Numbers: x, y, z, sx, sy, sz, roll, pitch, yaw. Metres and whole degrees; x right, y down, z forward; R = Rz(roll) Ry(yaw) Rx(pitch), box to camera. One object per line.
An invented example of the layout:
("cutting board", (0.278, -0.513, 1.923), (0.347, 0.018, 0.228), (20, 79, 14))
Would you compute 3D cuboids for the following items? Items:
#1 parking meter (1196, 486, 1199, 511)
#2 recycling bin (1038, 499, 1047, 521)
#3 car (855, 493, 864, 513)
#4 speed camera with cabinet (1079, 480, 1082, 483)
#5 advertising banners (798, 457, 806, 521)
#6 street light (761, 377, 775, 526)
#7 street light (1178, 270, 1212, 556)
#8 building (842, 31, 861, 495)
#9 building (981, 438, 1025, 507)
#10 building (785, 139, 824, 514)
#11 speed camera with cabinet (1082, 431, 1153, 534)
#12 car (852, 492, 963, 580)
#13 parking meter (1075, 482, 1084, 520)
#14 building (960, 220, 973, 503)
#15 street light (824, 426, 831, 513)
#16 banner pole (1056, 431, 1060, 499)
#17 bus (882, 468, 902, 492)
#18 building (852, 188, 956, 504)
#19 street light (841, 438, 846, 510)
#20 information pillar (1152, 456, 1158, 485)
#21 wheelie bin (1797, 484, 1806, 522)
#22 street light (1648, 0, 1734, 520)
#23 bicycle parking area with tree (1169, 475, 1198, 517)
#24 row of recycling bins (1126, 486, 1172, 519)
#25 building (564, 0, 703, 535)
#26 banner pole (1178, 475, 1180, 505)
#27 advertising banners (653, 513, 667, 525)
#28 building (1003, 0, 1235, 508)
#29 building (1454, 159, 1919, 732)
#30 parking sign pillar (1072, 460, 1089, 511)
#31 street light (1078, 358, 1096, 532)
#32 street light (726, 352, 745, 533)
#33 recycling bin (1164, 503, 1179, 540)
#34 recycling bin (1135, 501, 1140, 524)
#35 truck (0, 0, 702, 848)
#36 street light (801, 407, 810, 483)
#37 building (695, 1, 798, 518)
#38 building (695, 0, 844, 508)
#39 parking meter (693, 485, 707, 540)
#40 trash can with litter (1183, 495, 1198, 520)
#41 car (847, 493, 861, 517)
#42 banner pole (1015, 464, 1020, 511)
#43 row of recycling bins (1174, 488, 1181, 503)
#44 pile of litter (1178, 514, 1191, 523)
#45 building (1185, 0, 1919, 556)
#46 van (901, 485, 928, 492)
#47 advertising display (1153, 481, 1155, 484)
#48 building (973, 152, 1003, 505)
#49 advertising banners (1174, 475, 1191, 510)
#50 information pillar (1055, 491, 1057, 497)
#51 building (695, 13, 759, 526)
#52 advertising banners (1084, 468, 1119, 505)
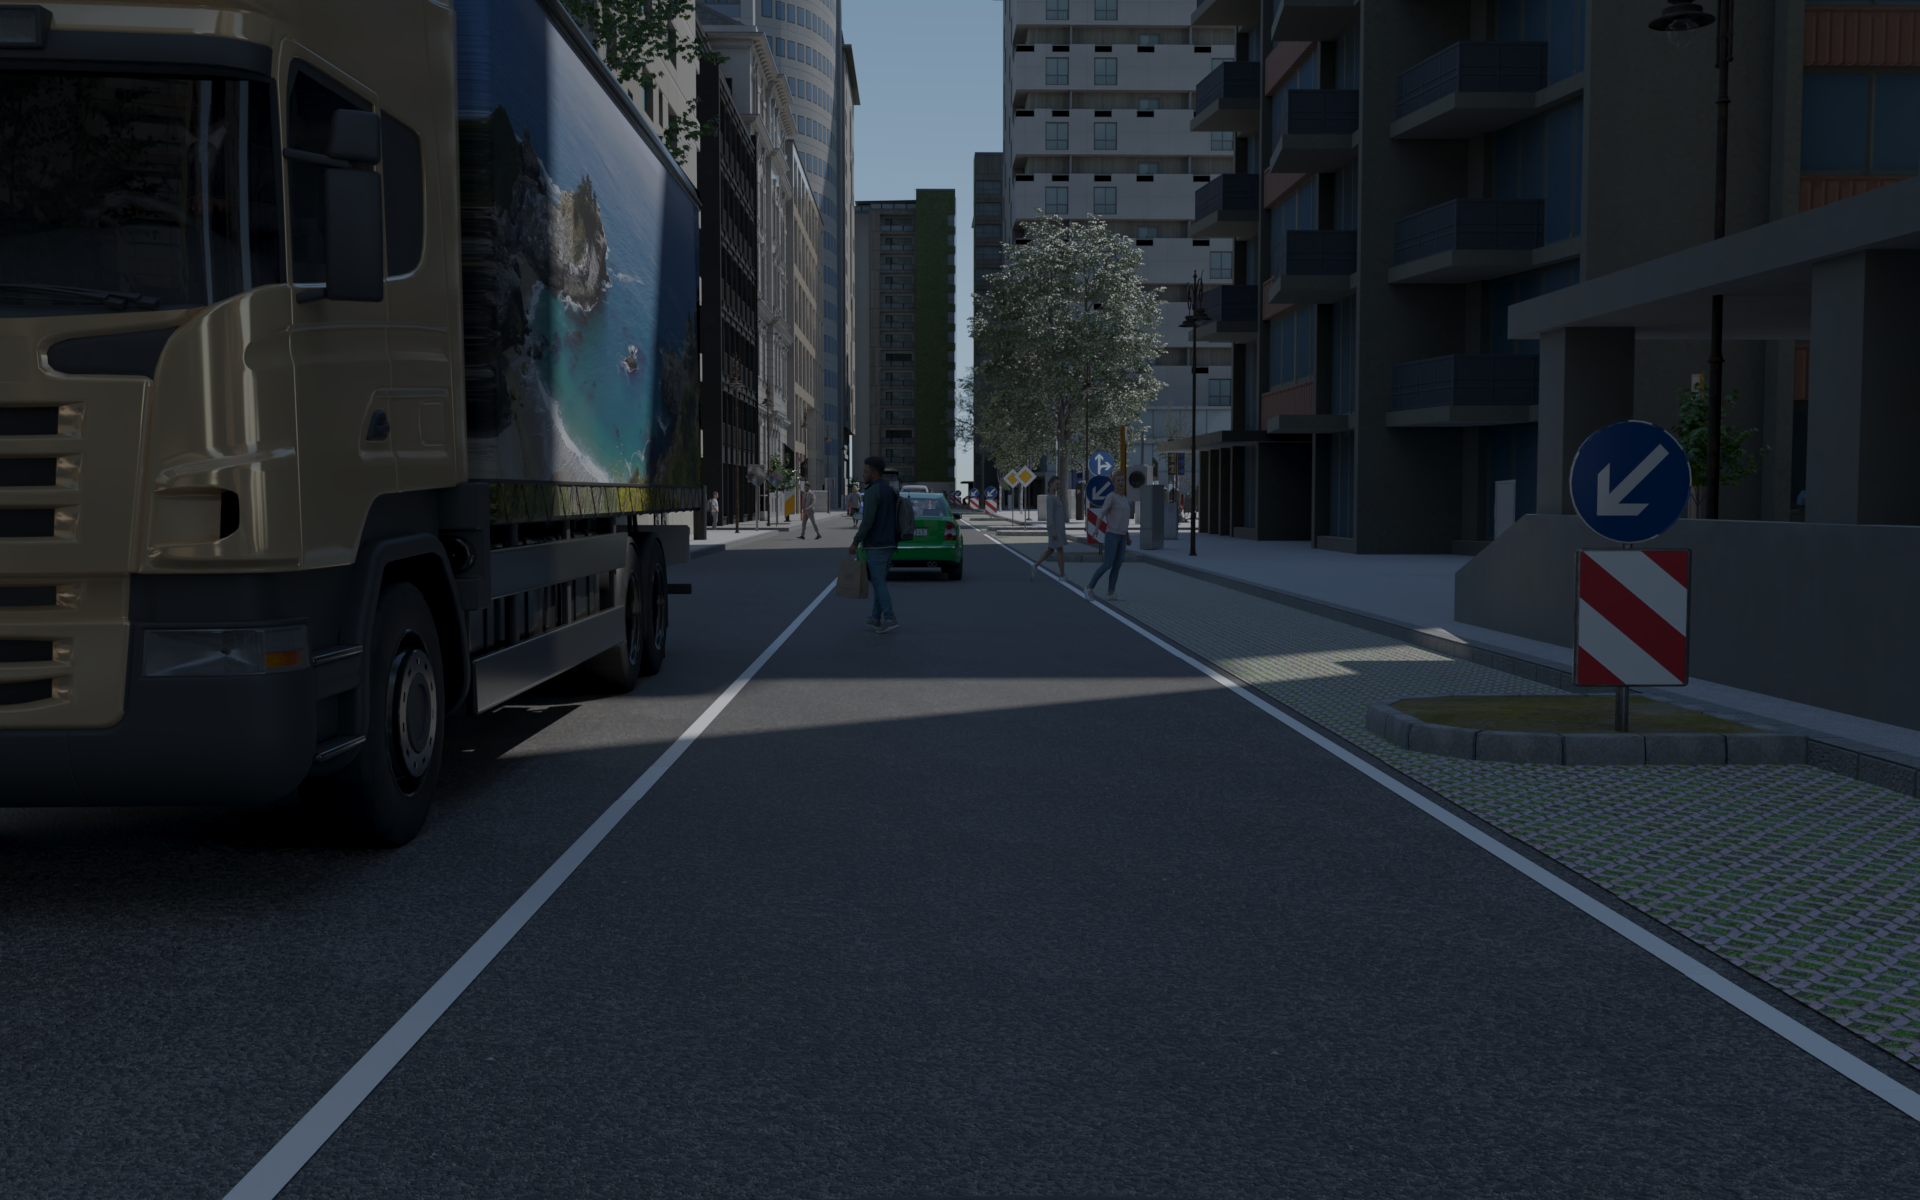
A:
("parking meter", (16.795, -7.082, 121.502), (0.399, 1.863, 0.255), (-1, 4, -10))
("recycling bin", (4.113, -4.285, 82.614), (0.722, 1.027, 0.722), (1, 4, 11))
("car", (-5.239, -5.545, 100.254), (1.945, 1.707, 3.694), (0, 4, -3))
("speed camera with cabinet", (7.756, -7.467, 116.422), (2.038, 3.252, 0.660), (-1, 4, -21))
("advertising banners", (-7.631, -5.354, 83.729), (0.090, 3.025, 2.074), (0, 4, 5))
("street light", (-7.616, -5.870, 68.765), (0.468, 5.910, 1.993), (0, 4, -1))
("street light", (4.846, -3.858, 35.863), (0.468, 5.910, 1.993), (0, 4, -1))
("building", (-25.794, -37.520, 202.687), (27.495, 52.752, 28.713), (0, 4, -1))
("building", (13.958, -53.422, 186.113), (22.319, 86.520, 31.000), (0, 4, -1))
("building", (-20.357, -19.585, 124.730), (19.350, 26.468, 34.151), (0, 4, -1))
("speed camera with cabinet", (5.006, -3.677, 54.462), (2.038, 3.252, 0.660), (2, 4, 26))
("car", (-0.909, -1.311, 30.230), (1.959, 1.807, 4.718), (0, 4, -3))
("parking meter", (5.857, -4.829, 84.666), (0.399, 1.863, 0.255), (3, 4, 38))
("building", (14.565, -35.703, 238.376), (28.867, 44.769, 22.147), (0, 4, -1))
("street light", (-8.781, -8.709, 115.186), (0.468, 5.910, 1.993), (0, 4, -1))
("banner pole", (3.844, -4.793, 68.379), (0.401, 3.779, 0.863), (1, 4, 12))
("bus", (-7.005, -10.659, 165.823), (2.896, 3.916, 12.252), (0, 4, -2))
("building", (-7.617, -33.662, 233.960), (14.086, 41.232, 14.154), (0, 4, -1))
("street light", (-9.266, -10.128, 138.382), (0.468, 5.910, 1.993), (0, 4, -1))
("information pillar", (12.122, -7.110, 107.609), (0.183, 3.616, 0.504), (-3, 4, -37))
("wheelie bin", (14.506, -1.296, 29.092), (0.980, 1.594, 0.693), (-1, 4, -16))
("street light", (5.425, -2.422, 12.383), (0.468, 5.910, 1.993), (0, 4, -1))
("bicycle parking area with tree", (14.246, -6.647, 95.680), (8.231, 4.147, 9.016), (0, 4, 2))
("row of recycling bins", (9.007, -5.016, 89.121), (3.534, 1.692, 1.069), (-1, 4, -12))
("building", (-22.658, -12.098, 42.843), (28.899, 21.520, 27.650), (0, 4, -1))
("banner pole", (13.773, -7.265, 108.802), (0.401, 3.779, 0.863), (1, 4, 17))
("advertising banners", (-6.895, -2.692, 40.208), (0.090, 3.025, 2.074), (0, 4, 3))
("building", (17.900, -34.789, 158.035), (28.713, 52.752, 27.495), (0, 4, -1))
("building", (21.258, -19.440, 9.723), (32.217, 40.220, 23.993), (0, 4, -1))
("parking sign pillar", (9.080, -8.704, 130.786), (1.447, 3.967, 1.447), (0, 4, 0))
("street light", (4.331, -5.276, 59.057), (0.468, 5.910, 1.993), (0, 4, -1))
("street light", (-7.310, -5.129, 56.641), (0.468, 5.910, 1.993), (0, 4, -1))
("recycling bin", (5.797, -2.227, 48.963), (0.722, 1.027, 0.722), (1, 4, 10))
("recycling bin", (7.866, -3.726, 73.476), (0.722, 1.027, 0.722), (-1, 4, -13))
("truck", (-3.472, -1.313, 10.385), (2.839, 4.237, 11.283), (0, 4, -1))
("street light", (-8.198, -7.289, 91.958), (0.468, 5.910, 1.993), (0, 4, -1))
("building", (-16.572, -18.847, 95.531), (14.401, 28.519, 23.554), (0, 4, -1))
("building", (-21.678, -37.529, 155.592), (21.231, 58.520, 28.212), (0, 4, -1))
("parking meter", (-7.261, -2.442, 48.337), (0.372, 1.533, 0.369), (0, 3, 0))
("trash can with litter", (11.827, -4.610, 86.439), (2.233, 1.210, 1.678), (1, 4, 21))
("car", (-6.153, -6.266, 111.481), (2.155, 1.783, 4.494), (0, 4, -1))
("banner pole", (4.310, -8.544, 129.718), (0.401, 3.779, 0.863), (-2, 4, -28))
("row of recycling bins", (13.069, -6.655, 115.929), (3.534, 1.692, 1.069), (2, 4, 23))
("pile of litter", (9.447, -3.878, 77.363), (1.719, 0.858, 1.176), (2, 4, 35))
("building", (17.824, -23.808, 43.879), (22.147, 44.769, 28.867), (0, 4, -1))
("van", (-2.260, -4.828, 85.956), (2.013, 2.044, 4.112), (0, 4, -1))
("advertising display", (9.275, -4.866, 84.771), (0.123, 1.923, 0.974), (2, 4, 32))
("building", (8.576, -32.188, 209.876), (14.154, 41.232, 14.086), (0, 4, -1))
("advertising banners", (17.819, -8.745, 139.164), (2.074, 3.025, 0.090), (-3, 4, -38))
("information pillar", (4.969, -5.207, 89.627), (0.304, 2.012, 0.304), (3, 5, 44))
("building", (-15.792, -15.068, 76.045), (12.332, 23.373, 15.834), (0, 4, -1))
("advertising banners", (8.074, -6.277, 98.811), (2.074, 3.025, 0.090), (1, 4, 8))
